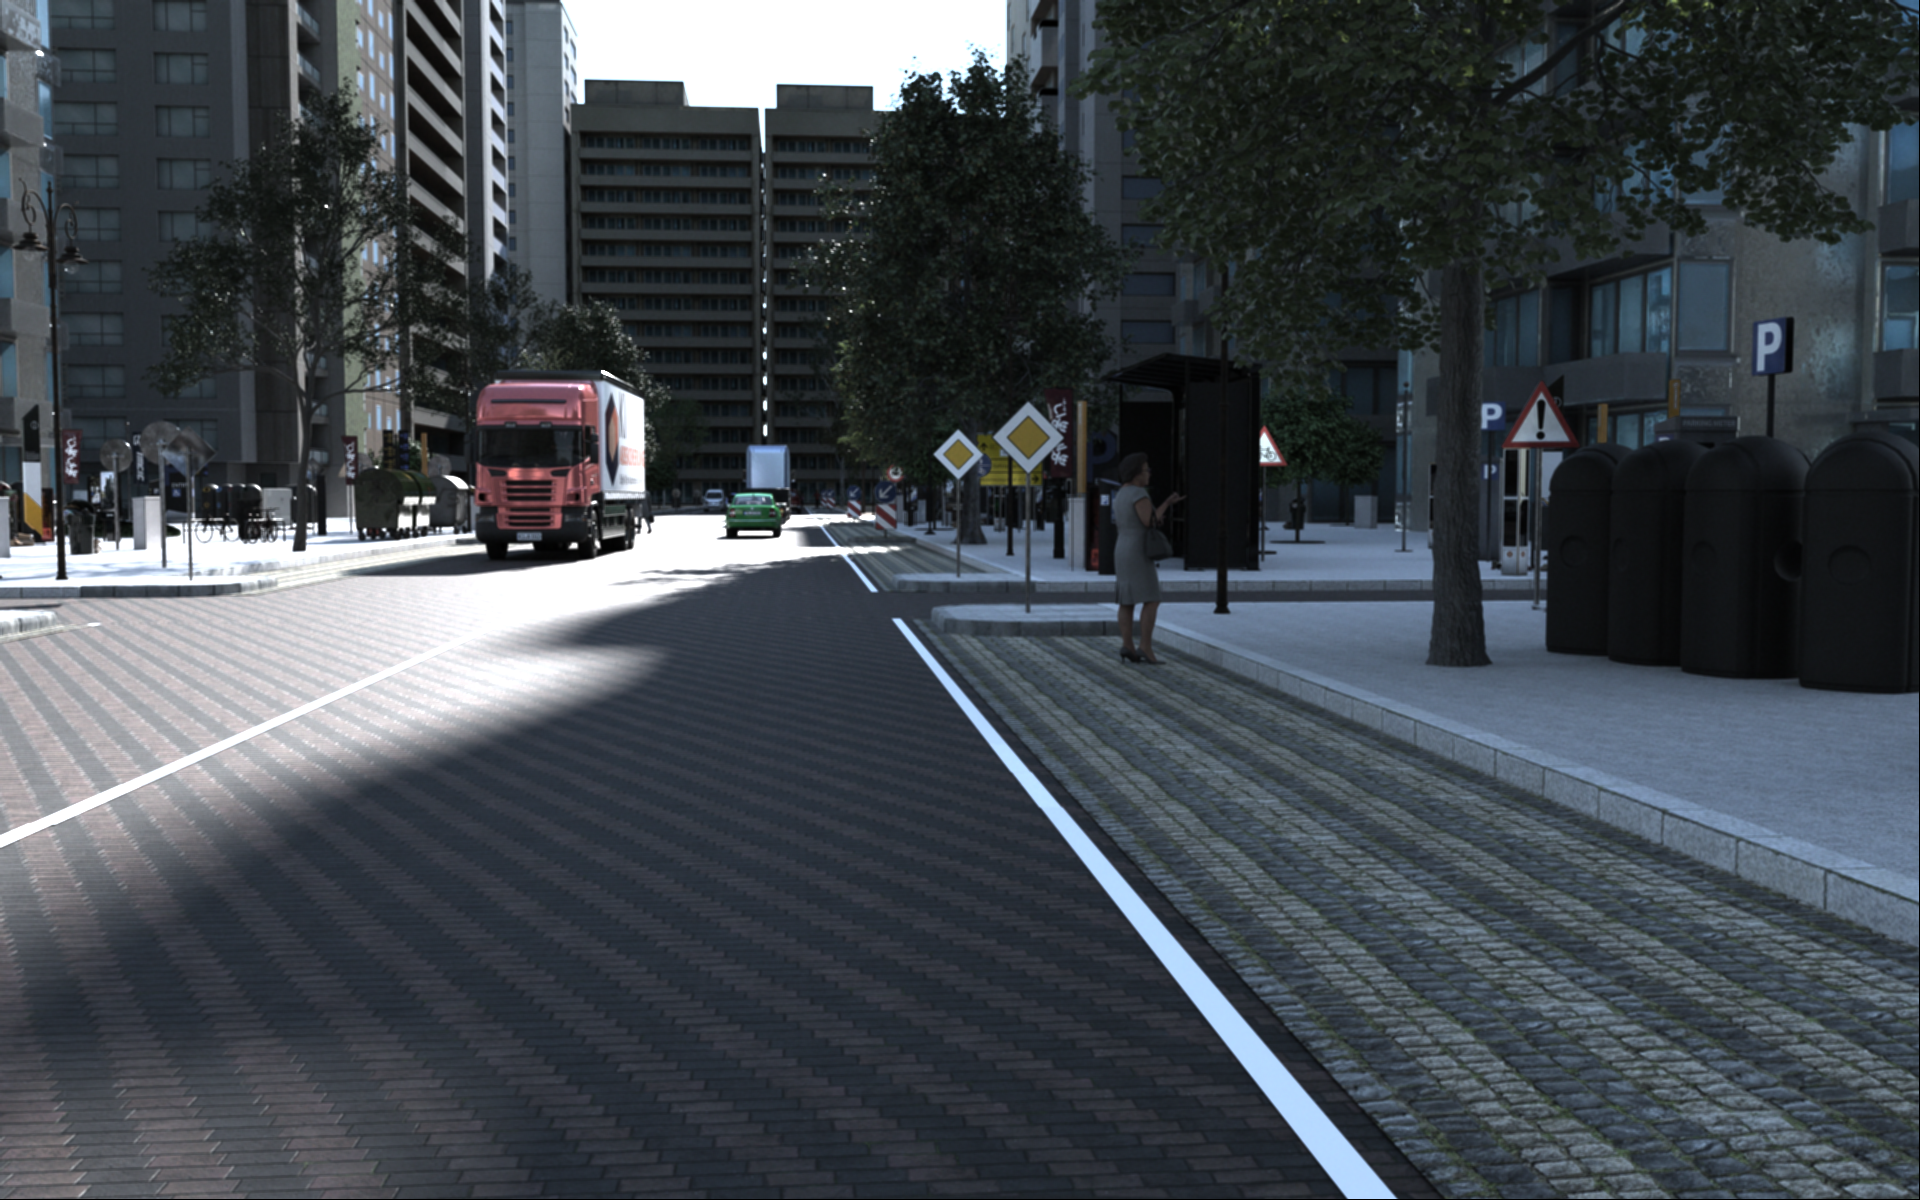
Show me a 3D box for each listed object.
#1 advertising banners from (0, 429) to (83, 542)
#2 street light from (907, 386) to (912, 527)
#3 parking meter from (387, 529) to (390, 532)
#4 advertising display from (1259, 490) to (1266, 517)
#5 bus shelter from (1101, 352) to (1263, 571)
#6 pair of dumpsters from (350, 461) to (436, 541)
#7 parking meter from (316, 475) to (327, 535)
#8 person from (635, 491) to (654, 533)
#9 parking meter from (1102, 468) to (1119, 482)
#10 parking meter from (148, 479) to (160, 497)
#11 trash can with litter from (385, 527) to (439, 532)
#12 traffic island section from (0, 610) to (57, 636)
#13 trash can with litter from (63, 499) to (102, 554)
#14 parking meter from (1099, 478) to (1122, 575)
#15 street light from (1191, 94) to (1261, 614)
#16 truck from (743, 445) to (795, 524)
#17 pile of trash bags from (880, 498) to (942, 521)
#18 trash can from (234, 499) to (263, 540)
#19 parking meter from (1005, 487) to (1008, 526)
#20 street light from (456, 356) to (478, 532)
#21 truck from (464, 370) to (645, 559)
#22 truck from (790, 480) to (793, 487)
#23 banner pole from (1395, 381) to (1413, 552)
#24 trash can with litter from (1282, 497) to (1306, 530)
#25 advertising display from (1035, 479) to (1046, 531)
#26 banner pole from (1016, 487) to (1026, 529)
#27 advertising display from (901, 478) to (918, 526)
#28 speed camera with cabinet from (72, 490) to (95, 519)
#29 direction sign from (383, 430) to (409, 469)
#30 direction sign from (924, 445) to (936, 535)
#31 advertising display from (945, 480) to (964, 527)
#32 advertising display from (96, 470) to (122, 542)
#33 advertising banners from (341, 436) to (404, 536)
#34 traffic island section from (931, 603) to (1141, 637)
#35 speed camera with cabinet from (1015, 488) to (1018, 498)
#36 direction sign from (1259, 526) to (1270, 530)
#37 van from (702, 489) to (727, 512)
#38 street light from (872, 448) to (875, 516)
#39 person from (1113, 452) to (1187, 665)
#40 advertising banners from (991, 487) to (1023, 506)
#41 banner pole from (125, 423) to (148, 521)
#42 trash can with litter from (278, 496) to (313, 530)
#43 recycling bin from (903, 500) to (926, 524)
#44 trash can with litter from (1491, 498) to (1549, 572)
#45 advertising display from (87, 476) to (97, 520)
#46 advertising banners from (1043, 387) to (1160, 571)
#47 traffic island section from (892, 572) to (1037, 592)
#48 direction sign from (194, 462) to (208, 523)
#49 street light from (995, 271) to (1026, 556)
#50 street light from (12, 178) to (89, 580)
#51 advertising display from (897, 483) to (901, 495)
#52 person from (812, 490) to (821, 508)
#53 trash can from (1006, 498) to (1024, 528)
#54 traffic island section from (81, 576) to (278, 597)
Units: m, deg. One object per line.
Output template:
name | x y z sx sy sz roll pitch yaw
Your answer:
advertising banners | -24.592 -3.070 46.380 2.074 3.025 0.090 -1 4 -20
street light | -1.992 -5.843 68.318 0.468 5.910 1.993 0 4 -5
parking meter | -18.994 -3.032 57.989 0.372 1.533 0.369 0 3 0
advertising display | 8.739 -2.874 52.205 0.974 1.923 0.123 1 4 18
bus shelter | 3.977 -2.487 31.953 1.731 3.624 6.357 0 4 -5
pair of dumpsters | -16.179 -2.873 49.459 1.574 2.255 4.437 0 4 -5
parking meter | -19.875 -2.948 53.916 0.255 1.863 0.399 -1 4 -19
person | -11.515 -3.325 62.960 0.694 1.812 0.767 -3 5 -39
parking meter | 3.384 -2.028 38.865 0.255 1.863 0.399 -2 4 -34
parking meter | -32.083 -3.871 69.008 0.255 1.863 0.399 3 5 41
trash can with litter | -19.078 -2.978 59.744 2.233 1.210 1.678 -1 4 -23
traffic island section | -10.636 0.282 17.668 2.009 0.180 2.903 0 4 -5
trash can with litter | -18.761 -1.567 37.011 0.624 1.170 1.055 -1 4 -11
parking meter | 2.393 -1.170 27.535 0.372 1.533 0.369 0 3 0
street light | 2.819 -2.794 18.464 0.468 5.910 1.993 0 4 -5
truck | -10.144 -6.131 90.000 2.967 4.110 18.799 0 4 -5
pile of trash bags | -2.782 -5.049 92.305 3.447 1.369 1.912 -3 5 -43
trash can | -20.054 -2.276 48.864 0.748 1.137 0.748 0 3 0
parking meter | 1.801 -3.907 69.593 0.255 1.863 0.399 2 4 35
street light | -16.499 -5.215 58.053 0.468 5.910 1.993 0 4 -5
truck | -9.446 -3.221 41.585 2.839 4.237 11.283 0 4 -4
truck | -16.122 -9.906 150.875 2.839 4.237 11.283 0 4 -4
banner pole | 9.956 -2.985 38.816 0.401 3.779 0.863 1 4 10
trash can with litter | 12.029 -3.132 62.594 0.624 1.170 1.055 -2 4 -24
advertising display | 2.835 -3.418 61.102 0.123 1.923 0.974 -1 4 -13
banner pole | 2.361 -4.502 63.632 0.401 3.779 0.863 2 4 30
advertising display | -1.996 -3.968 70.095 0.123 1.923 0.974 2 4 28
speed camera with cabinet | -38.237 -4.903 74.507 2.038 3.252 0.660 -2 4 -28
direction sign | -19.917 -4.235 61.238 0.876 3.537 0.379 -2 4 -26
direction sign | -0.951 -3.843 54.832 0.379 3.537 0.876 0 4 3
advertising display | -0.099 -3.826 67.773 0.974 1.923 0.123 0 4 4
advertising display | -23.009 -2.552 46.934 0.974 1.923 0.123 3 4 38
advertising banners | -17.792 -3.449 52.583 0.090 3.025 2.074 3 5 42
traffic island section | 0.754 0.216 18.746 2.009 0.180 2.903 0 4 -5
speed camera with cabinet | 3.860 -6.087 93.864 2.038 3.252 0.660 3 5 43
direction sign | 10.886 -4.273 61.869 0.876 3.537 0.379 0 4 7
van | -19.871 -8.159 140.409 2.013 2.044 4.112 0 4 -4
street light | -5.071 -7.856 101.234 0.468 5.910 1.993 0 4 -5
person | 1.597 -0.347 14.535 0.532 1.782 0.716 -1 4 -19
advertising banners | 2.161 -5.206 81.298 2.074 3.025 0.090 2 4 28
banner pole | -28.966 -4.333 60.859 0.863 3.779 0.401 -2 4 -32
trash can with litter | -24.132 -3.117 62.026 2.233 1.210 1.678 -3 5 -39
recycling bin | -1.960 -3.811 74.868 0.722 1.027 0.722 -3 5 -44
trash can with litter | 9.639 -1.114 29.273 1.678 1.210 2.233 -2 4 -33
advertising display | -30.126 -3.391 60.658 0.123 1.923 0.974 1 4 17
advertising banners | 2.354 -1.994 28.789 2.074 3.025 0.090 -1 4 -18
traffic island section | -0.005 -0.270 26.696 2.009 0.180 2.903 0 4 -5
direction sign | -34.069 -5.246 77.773 0.379 3.537 0.876 1 4 16
street light | 1.047 -3.867 36.017 0.468 5.910 1.993 0 4 -5
street light | -13.445 -3.239 25.753 0.468 5.910 1.993 0 4 -5
advertising display | -3.148 -5.848 100.832 0.974 1.923 0.123 -1 4 -9
person | -13.270 -9.343 161.201 1.348 1.831 0.705 -3 5 -40
trash can | 2.089 -3.310 65.775 0.748 1.137 0.748 0 3 0
traffic island section | -11.395 -0.204 25.617 2.009 0.180 2.903 0 4 -5
